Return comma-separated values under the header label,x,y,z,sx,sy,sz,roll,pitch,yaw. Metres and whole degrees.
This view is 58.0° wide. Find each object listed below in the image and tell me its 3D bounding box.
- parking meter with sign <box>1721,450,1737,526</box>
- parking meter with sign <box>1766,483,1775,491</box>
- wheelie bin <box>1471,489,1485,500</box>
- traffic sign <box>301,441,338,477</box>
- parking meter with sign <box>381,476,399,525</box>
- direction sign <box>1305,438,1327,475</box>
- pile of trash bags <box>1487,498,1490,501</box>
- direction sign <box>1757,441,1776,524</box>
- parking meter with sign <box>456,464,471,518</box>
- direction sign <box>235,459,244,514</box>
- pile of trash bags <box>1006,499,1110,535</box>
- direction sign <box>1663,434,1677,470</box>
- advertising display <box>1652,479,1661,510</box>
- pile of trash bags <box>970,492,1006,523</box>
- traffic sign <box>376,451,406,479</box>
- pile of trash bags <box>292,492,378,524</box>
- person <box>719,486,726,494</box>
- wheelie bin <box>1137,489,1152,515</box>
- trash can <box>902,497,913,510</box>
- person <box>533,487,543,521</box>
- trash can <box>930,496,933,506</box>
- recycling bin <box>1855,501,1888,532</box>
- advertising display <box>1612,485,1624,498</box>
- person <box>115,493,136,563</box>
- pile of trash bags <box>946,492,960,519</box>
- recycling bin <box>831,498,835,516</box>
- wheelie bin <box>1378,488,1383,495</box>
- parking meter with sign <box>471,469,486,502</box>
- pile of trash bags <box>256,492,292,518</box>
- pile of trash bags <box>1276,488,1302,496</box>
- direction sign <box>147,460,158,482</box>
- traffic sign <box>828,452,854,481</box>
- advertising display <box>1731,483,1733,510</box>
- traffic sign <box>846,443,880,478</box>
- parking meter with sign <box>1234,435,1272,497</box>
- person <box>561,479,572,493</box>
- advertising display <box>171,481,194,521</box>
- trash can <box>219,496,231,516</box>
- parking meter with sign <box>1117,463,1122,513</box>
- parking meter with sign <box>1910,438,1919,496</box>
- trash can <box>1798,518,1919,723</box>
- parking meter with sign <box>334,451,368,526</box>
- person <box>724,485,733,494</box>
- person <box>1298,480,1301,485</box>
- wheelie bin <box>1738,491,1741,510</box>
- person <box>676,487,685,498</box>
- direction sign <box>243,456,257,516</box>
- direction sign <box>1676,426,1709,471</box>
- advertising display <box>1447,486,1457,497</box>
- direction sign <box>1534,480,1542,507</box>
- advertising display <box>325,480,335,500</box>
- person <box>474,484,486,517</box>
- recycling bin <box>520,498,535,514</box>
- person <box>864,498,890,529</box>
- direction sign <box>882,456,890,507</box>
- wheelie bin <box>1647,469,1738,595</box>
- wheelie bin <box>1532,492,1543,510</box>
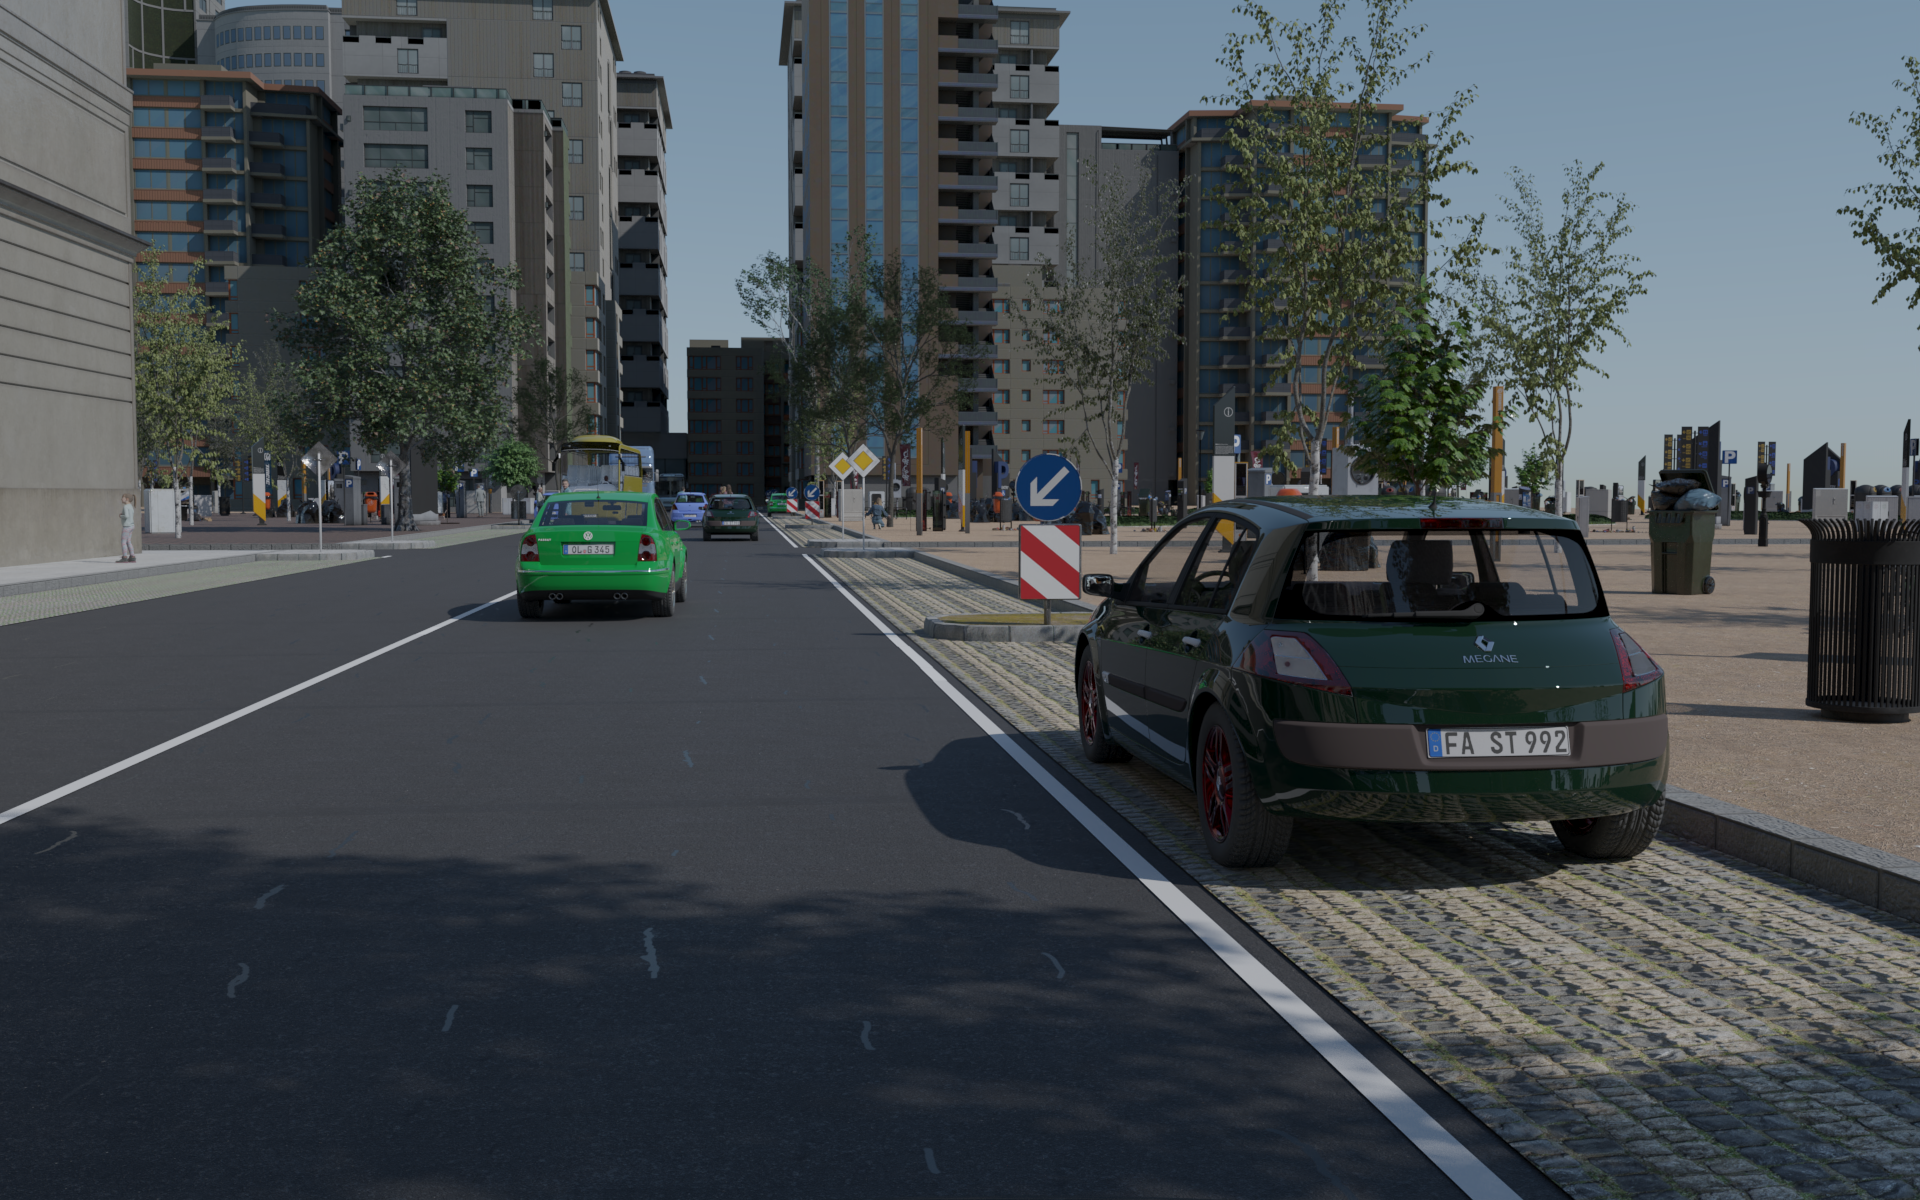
label,x,y,z,sx,sy,sz,roll,pitch,yaw
parking meter with sign,30.776,-4.491,69.692,0.543,3.016,1.738,1,4,14
parking meter with sign,54.285,-7.327,116.056,1.738,3.016,0.543,-3,5,-42
wheelie bin,33.741,-6.413,112.768,0.693,1.594,0.980,-1,4,-13
traffic sign,-14.203,-2.214,38.390,0.795,2.593,0.064,0,4,-7
parking meter with sign,-23.538,-4.699,73.096,1.738,3.016,0.543,-1,4,-11
direction sign,14.419,-4.787,70.263,0.876,3.537,0.379,0,4,8
pile of trash bags,36.392,-6.519,116.346,1.912,1.369,3.447,2,4,28
direction sign,34.714,-5.053,74.611,0.876,3.537,0.379,-1,4,-12
parking meter with sign,-26.772,-5.912,92.925,0.543,3.016,1.738,-1,4,-9
direction sign,-46.270,-7.322,111.708,0.876,3.537,0.379,-2,4,-27
pile of trash bags,3.201,-2.701,53.914,1.912,1.369,3.447,2,4,32
direction sign,27.071,-4.507,65.680,0.876,3.537,0.379,-1,4,-10
advertising display,30.719,-4.352,76.373,0.123,1.923,0.974,3,4,36
pile of trash bags,1.447,-4.159,77.752,1.912,1.369,3.447,-1,4,-10
traffic sign,-15.214,-2.699,46.311,0.795,2.593,0.064,0,4,-7
pile of trash bags,-27.352,-4.054,76.033,3.447,1.369,1.912,-1,4,-21
person,-12.267,-4.967,89.683,0.580,1.828,0.573,2,4,34
wheelie bin,10.725,-5.660,100.450,0.980,1.594,0.693,2,4,31
trash can,-3.030,-5.399,99.933,0.748,1.137,0.748,0,3,0
person,-19.789,-4.429,81.398,0.515,1.767,0.782,-1,4,-18
trash can,-1.954,-6.475,117.515,0.748,1.137,0.748,0,3,0
recycling bin,30.960,-2.830,58.829,0.722,1.027,0.722,-1,4,-18
advertising display,49.170,-7.598,129.433,0.974,1.923,0.123,-2,4,-24
person,-15.553,-1.344,32.289,0.394,1.301,0.425,-2,4,-28
pile of trash bags,-0.273,-4.948,90.648,1.912,1.369,3.447,-1,4,-17
recycling bin,-7.770,-5.410,101.005,0.722,1.027,0.722,-3,5,-44
wheelie bin,22.345,-5.109,91.433,0.980,1.594,0.693,2,4,25
parking meter with sign,-32.903,-7.476,118.501,0.543,3.016,1.738,-3,5,-40
pile of trash bags,-37.415,-5.178,94.418,1.912,1.369,3.447,-1,4,-8
pile of trash bags,5.913,-1.184,29.103,1.912,1.369,3.447,2,4,25
direction sign,-53.571,-7.520,114.942,0.379,3.537,0.876,1,4,18
traffic sign,-3.214,-2.791,47.816,0.795,2.593,0.064,0,4,-7
advertising display,46.702,-6.137,105.545,0.123,1.923,0.974,-1,4,-17
traffic sign,-2.203,-2.306,39.895,0.795,2.593,0.064,0,4,-7
parking meter with sign,8.657,-3.303,50.268,1.738,3.016,0.543,3,5,41
person,-10.451,-2.318,46.263,0.748,1.841,0.638,-1,4,-10
advertising display,-37.535,-4.797,83.650,0.974,1.923,0.123,-1,4,-17
trash can,-43.483,-5.550,102.397,0.748,1.137,0.748,0,3,0
parking meter with sign,9.005,-6.252,98.474,0.543,3.016,1.738,1,4,9
parking meter with sign,30.701,-3.540,54.146,1.738,3.016,0.543,1,4,11
trash can,5.185,0.107,9.896,0.748,1.137,0.748,0,3,0
parking meter with sign,-24.717,-4.544,70.560,0.543,3.016,1.738,0,4,5
person,-9.605,-3.868,71.749,0.388,1.821,0.555,3,4,38
person,8.537,-2.132,43.616,0.793,1.790,0.793,1,4,13
wheelie bin,56.028,-7.174,125.204,0.980,1.594,0.693,-2,4,-34
person,-14.806,-5.103,91.952,0.660,1.820,0.620,0,4,8
direction sign,-41.435,-6.715,101.792,0.876,3.537,0.379,1,4,17
direction sign,24.563,-4.035,57.972,0.876,3.537,0.379,0,4,5
advertising display,31.596,-6.487,111.269,0.974,1.923,0.123,-3,5,-44
direction sign,39.822,-7.823,119.908,0.876,3.537,0.379,2,4,26
advertising display,-28.305,-4.442,77.839,0.123,1.923,0.974,0,4,-4
person,-26.561,-5.483,95.788,0.391,1.810,0.635,2,4,33
recycling bin,-27.796,-6.043,111.350,0.722,1.027,0.722,0,4,5
person,-3.070,-3.148,63.006,1.012,1.151,0.738,1,4,9
direction sign,-4.374,-6.801,103.189,0.379,3.537,0.876,2,4,31
wheelie bin,9.272,-0.874,22.205,0.693,1.594,0.980,-3,4,-38
wheelie bin,41.902,-7.223,126.011,0.980,1.594,0.693,0,4,7
